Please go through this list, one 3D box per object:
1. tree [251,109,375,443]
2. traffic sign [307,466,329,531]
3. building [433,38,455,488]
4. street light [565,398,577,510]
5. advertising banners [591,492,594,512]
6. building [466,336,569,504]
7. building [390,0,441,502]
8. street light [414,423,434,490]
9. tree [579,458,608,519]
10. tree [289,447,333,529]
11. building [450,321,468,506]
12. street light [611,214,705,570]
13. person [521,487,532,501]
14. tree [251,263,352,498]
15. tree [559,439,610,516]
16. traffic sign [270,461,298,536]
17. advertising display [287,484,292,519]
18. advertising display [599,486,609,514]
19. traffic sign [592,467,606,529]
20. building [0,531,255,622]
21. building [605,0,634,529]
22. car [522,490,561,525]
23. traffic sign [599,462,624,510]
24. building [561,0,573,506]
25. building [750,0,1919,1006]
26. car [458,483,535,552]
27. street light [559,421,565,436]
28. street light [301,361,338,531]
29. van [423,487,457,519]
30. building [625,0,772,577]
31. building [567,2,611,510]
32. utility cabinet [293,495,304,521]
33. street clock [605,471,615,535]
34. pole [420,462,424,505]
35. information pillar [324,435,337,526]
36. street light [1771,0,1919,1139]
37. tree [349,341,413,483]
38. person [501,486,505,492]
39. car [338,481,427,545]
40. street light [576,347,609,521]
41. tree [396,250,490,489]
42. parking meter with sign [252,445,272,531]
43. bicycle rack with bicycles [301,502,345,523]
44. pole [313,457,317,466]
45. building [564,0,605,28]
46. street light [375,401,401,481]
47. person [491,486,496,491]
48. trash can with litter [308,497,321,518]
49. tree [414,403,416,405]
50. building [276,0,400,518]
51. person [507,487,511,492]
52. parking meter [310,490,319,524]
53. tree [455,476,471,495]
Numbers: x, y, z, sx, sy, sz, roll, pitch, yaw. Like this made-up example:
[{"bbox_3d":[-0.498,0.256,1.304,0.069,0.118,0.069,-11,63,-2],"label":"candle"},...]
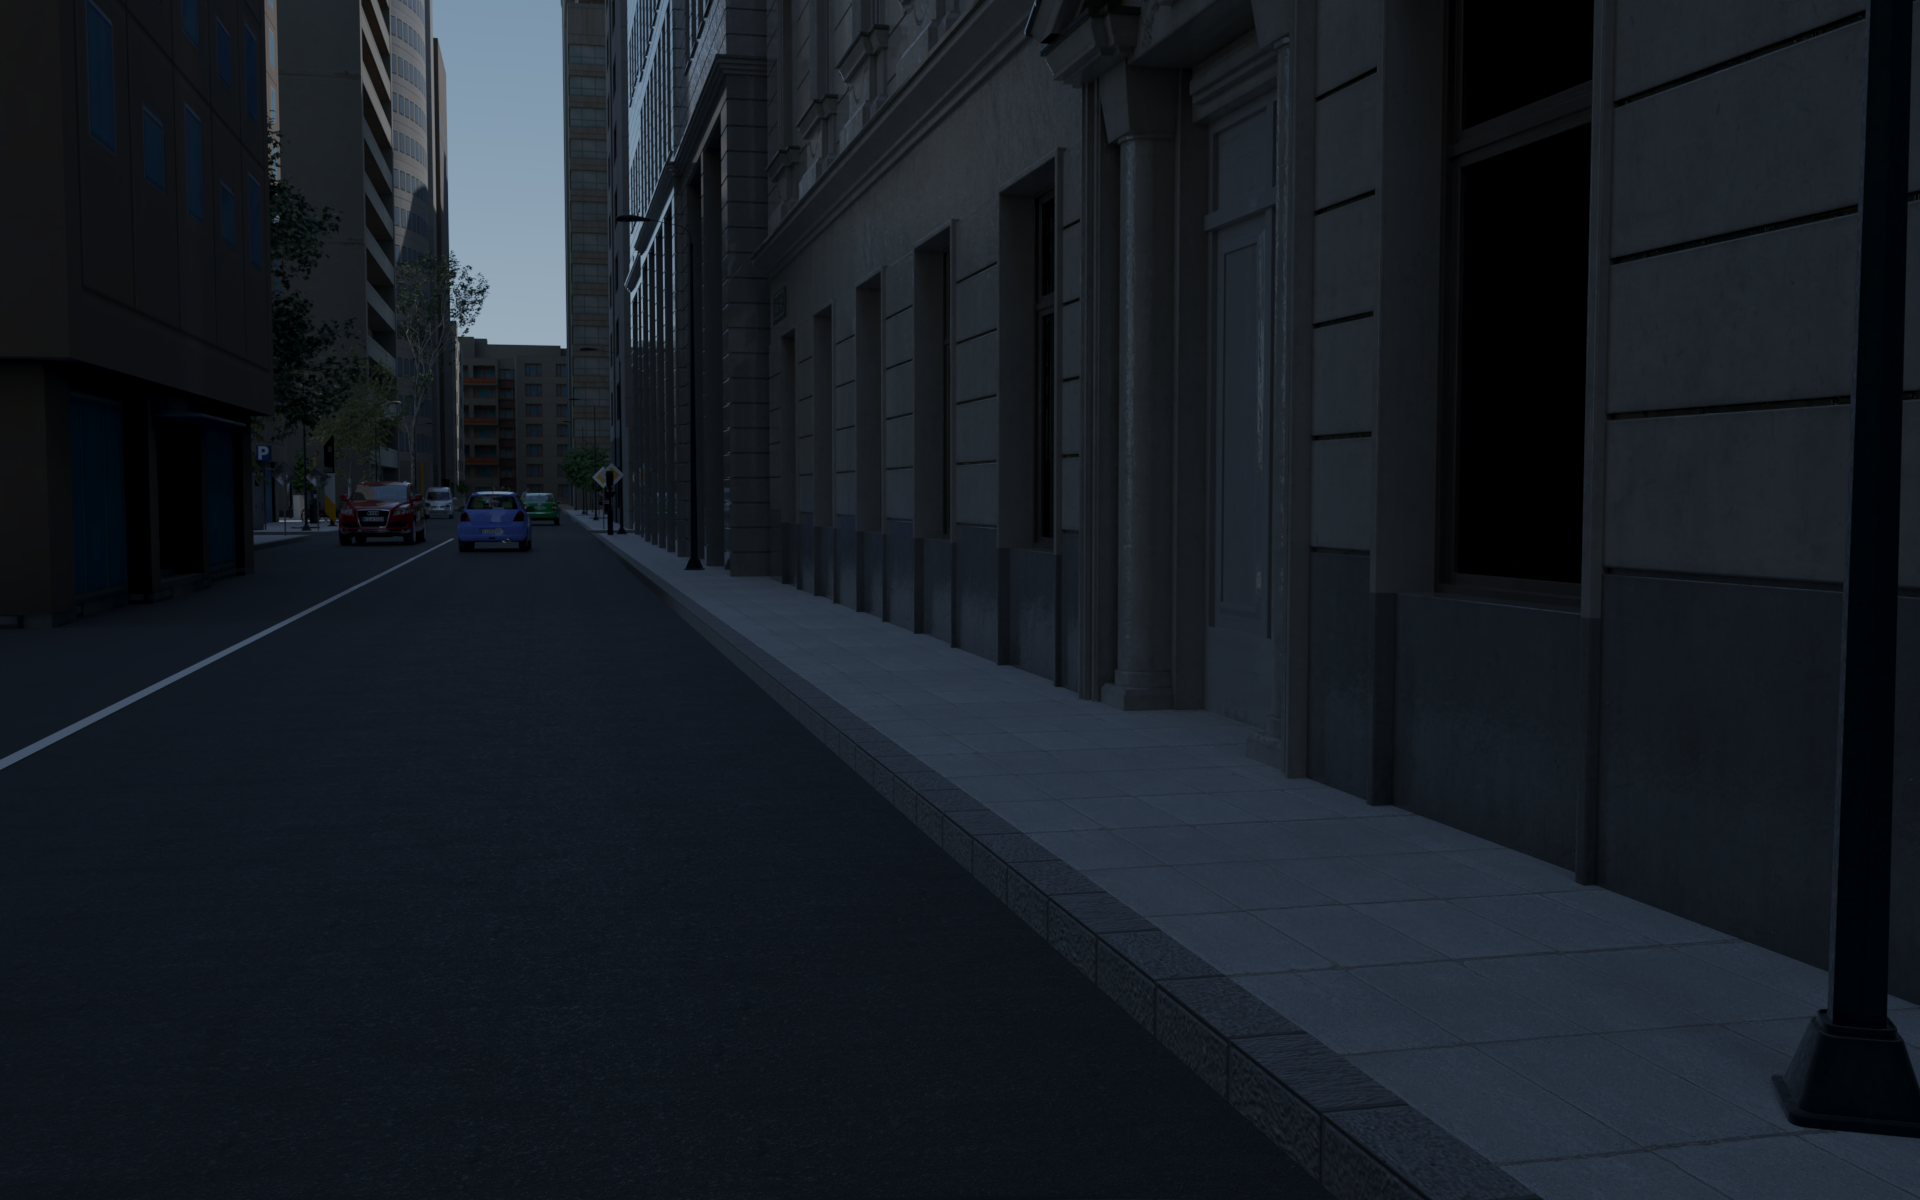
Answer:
[{"bbox_3d":[-18.348,-7.453,38.863,9.611,12.733,9.660,0,3,0],"label":"tree"},{"bbox_3d":[-22.469,-3.483,60.589,0.795,2.450,0.064,-1,4,-14],"label":"traffic sign"},{"bbox_3d":[-56.550,-31.574,166.350,14.600,45.320,14.200,-1,4,-14],"label":"building"},{"bbox_3d":[-18.214,-6.808,83.845,1.470,5.913,1.316,-1,4,-14],"label":"street light"},{"bbox_3d":[-25.870,-7.676,121.683,0.090,3.025,2.074,-1,4,-16],"label":"advertising banners"},{"bbox_3d":[-63.865,-23.403,227.672,28.899,21.520,27.650,-1,4,-14],"label":"building"},{"bbox_3d":[-55.354,-36.819,143.981,21.231,58.520,28.212,-1,4,-14],"label":"building"},{"bbox_3d":[-34.822,-8.562,112.524,1.470,5.913,1.316,-1,4,-14],"label":"street light"},{"bbox_3d":[-18.941,-5.895,90.986,1.663,3.219,1.824,0,3,0],"label":"tree"},{"bbox_3d":[-24.500,-4.284,64.651,1.663,3.219,1.824,0,3,0],"label":"tree"},{"bbox_3d":[-70.301,-21.155,190.926,28.899,21.520,27.650,-1,4,-14],"label":"building"},{"bbox_3d":[-5.027,-3.455,29.038,1.470,5.913,1.316,-1,4,-14],"label":"street light"},{"bbox_3d":[-23.860,-5.331,95.512,0.661,1.843,0.795,-2,4,-26],"label":"person"},{"bbox_3d":[-20.415,-6.052,49.319,4.737,8.622,4.395,0,3,0],"label":"tree"},{"bbox_3d":[-22.442,-7.372,104.242,4.285,4.588,4.351,0,3,0],"label":"tree"},{"bbox_3d":[-20.597,-3.008,52.826,0.795,2.450,0.064,-1,4,-14],"label":"traffic sign"},{"bbox_3d":[-34.940,-5.203,90.285,0.123,1.923,0.974,-2,4,-28],"label":"advertising display"},{"bbox_3d":[-22.274,-6.343,108.915,0.974,1.923,0.123,-1,4,-15],"label":"advertising display"},{"bbox_3d":[-12.942,-3.622,62.857,0.795,2.450,0.064,-1,4,-14],"label":"traffic sign"},{"bbox_3d":[-17.625,-22.749,22.062,14.600,45.320,14.200,-1,4,-14],"label":"building"},{"bbox_3d":[-4.383,-38.827,73.069,20.611,71.187,20.563,-1,4,-14],"label":"building"},{"bbox_3d":[-19.562,-4.394,80.640,1.959,1.807,4.718,-1,4,-13],"label":"car"},{"bbox_3d":[-11.070,-3.147,55.094,0.795,2.450,0.064,-1,4,-14],"label":"traffic sign"},{"bbox_3d":[-34.324,-40.103,197.677,21.231,58.520,28.212,-1,4,-14],"label":"building"},{"bbox_3d":[9.813,-14.062,6.330,17.030,29.872,44.131,-1,4,-14],"label":"building"},{"bbox_3d":[-11.883,-2.126,44.356,1.945,1.707,3.694,-1,4,-12],"label":"car"},{"bbox_3d":[-24.395,-8.384,109.620,1.470,5.913,1.316,-1,4,-14],"label":"street light"},{"bbox_3d":[-22.304,-5.376,60.445,1.470,5.913,1.316,-1,4,-14],"label":"street light"},{"bbox_3d":[-30.544,-5.781,101.523,2.013,2.044,4.112,-1,4,-15],"label":"van"},{"bbox_3d":[-1.777,-16.147,41.503,11.434,29.767,29.804,-1,4,-14],"label":"building"},{"bbox_3d":[-26.575,-28.516,149.825,14.154,41.232,14.086,-1,4,-14],"label":"building"},{"bbox_3d":[-32.154,-4.476,84.337,0.306,1.237,1.020,-3,4,-38],"label":"utility cabinet"},{"bbox_3d":[-10.911,-3.023,54.002,0.358,2.002,0.471,-1,4,-10],"label":"street clock"},{"bbox_3d":[-34.747,-7.215,111.814,0.158,3.312,0.155,0,3,0],"label":"pole"},{"bbox_3d":[-25.084,-4.746,68.952,0.504,3.616,0.183,2,4,25],"label":"information pillar"},{"bbox_3d":[1.333,-1.882,3.306,1.470,5.913,1.316,-1,4,-14],"label":"street light"},{"bbox_3d":[-29.345,-8.076,82.400,4.737,8.622,4.395,0,3,0],"label":"tree"},{"bbox_3d":[-20.424,-4.198,77.551,0.576,1.772,0.534,-2,4,-28],"label":"person"},{"bbox_3d":[-16.714,-2.544,50.274,2.281,1.827,5.304,-1,4,-12],"label":"car"},{"bbox_3d":[-11.324,-5.042,54.985,1.470,5.913,1.316,-1,4,-14],"label":"street light"},{"bbox_3d":[-40.440,-16.400,124.027,12.611,20.169,13.585,0,3,0],"label":"tree"},{"bbox_3d":[-24.975,-3.966,61.100,0.543,3.016,1.738,0,4,8],"label":"parking meter with sign"},{"bbox_3d":[-28.578,-3.990,78.624,2.925,0.926,2.852,-2,4,-30],"label":"bicycle rack with bicycles"},{"bbox_3d":[-35.056,-6.137,94.189,0.158,3.312,0.155,0,3,0],"label":"pole"},{"bbox_3d":[-23.998,-35.608,171.436,28.713,52.752,27.495,-1,4,-14],"label":"building"},{"bbox_3d":[-28.676,-6.983,86.716,1.470,5.913,1.316,-1,4,-14],"label":"street light"},{"bbox_3d":[-22.284,-4.545,82.827,0.388,1.821,0.555,3,4,38],"label":"person"},{"bbox_3d":[-34.752,-4.971,92.670,1.055,1.170,0.624,1,4,18],"label":"trash can with litter"},{"bbox_3d":[-30.693,-8.571,90.493,4.737,8.622,4.395,0,3,0],"label":"tree"},{"bbox_3d":[-45.382,-29.246,101.879,21.300,48.544,21.600,-1,4,-14],"label":"building"},{"bbox_3d":[-26.926,-5.814,103.336,0.755,1.850,0.659,0,4,-3],"label":"person"},{"bbox_3d":[-27.874,-4.059,74.779,0.372,1.533,0.369,0,3,0],"label":"parking meter"},{"bbox_3d":[-51.648,-11.339,179.986,1.663,3.219,1.824,0,3,0],"label":"tree"}]
